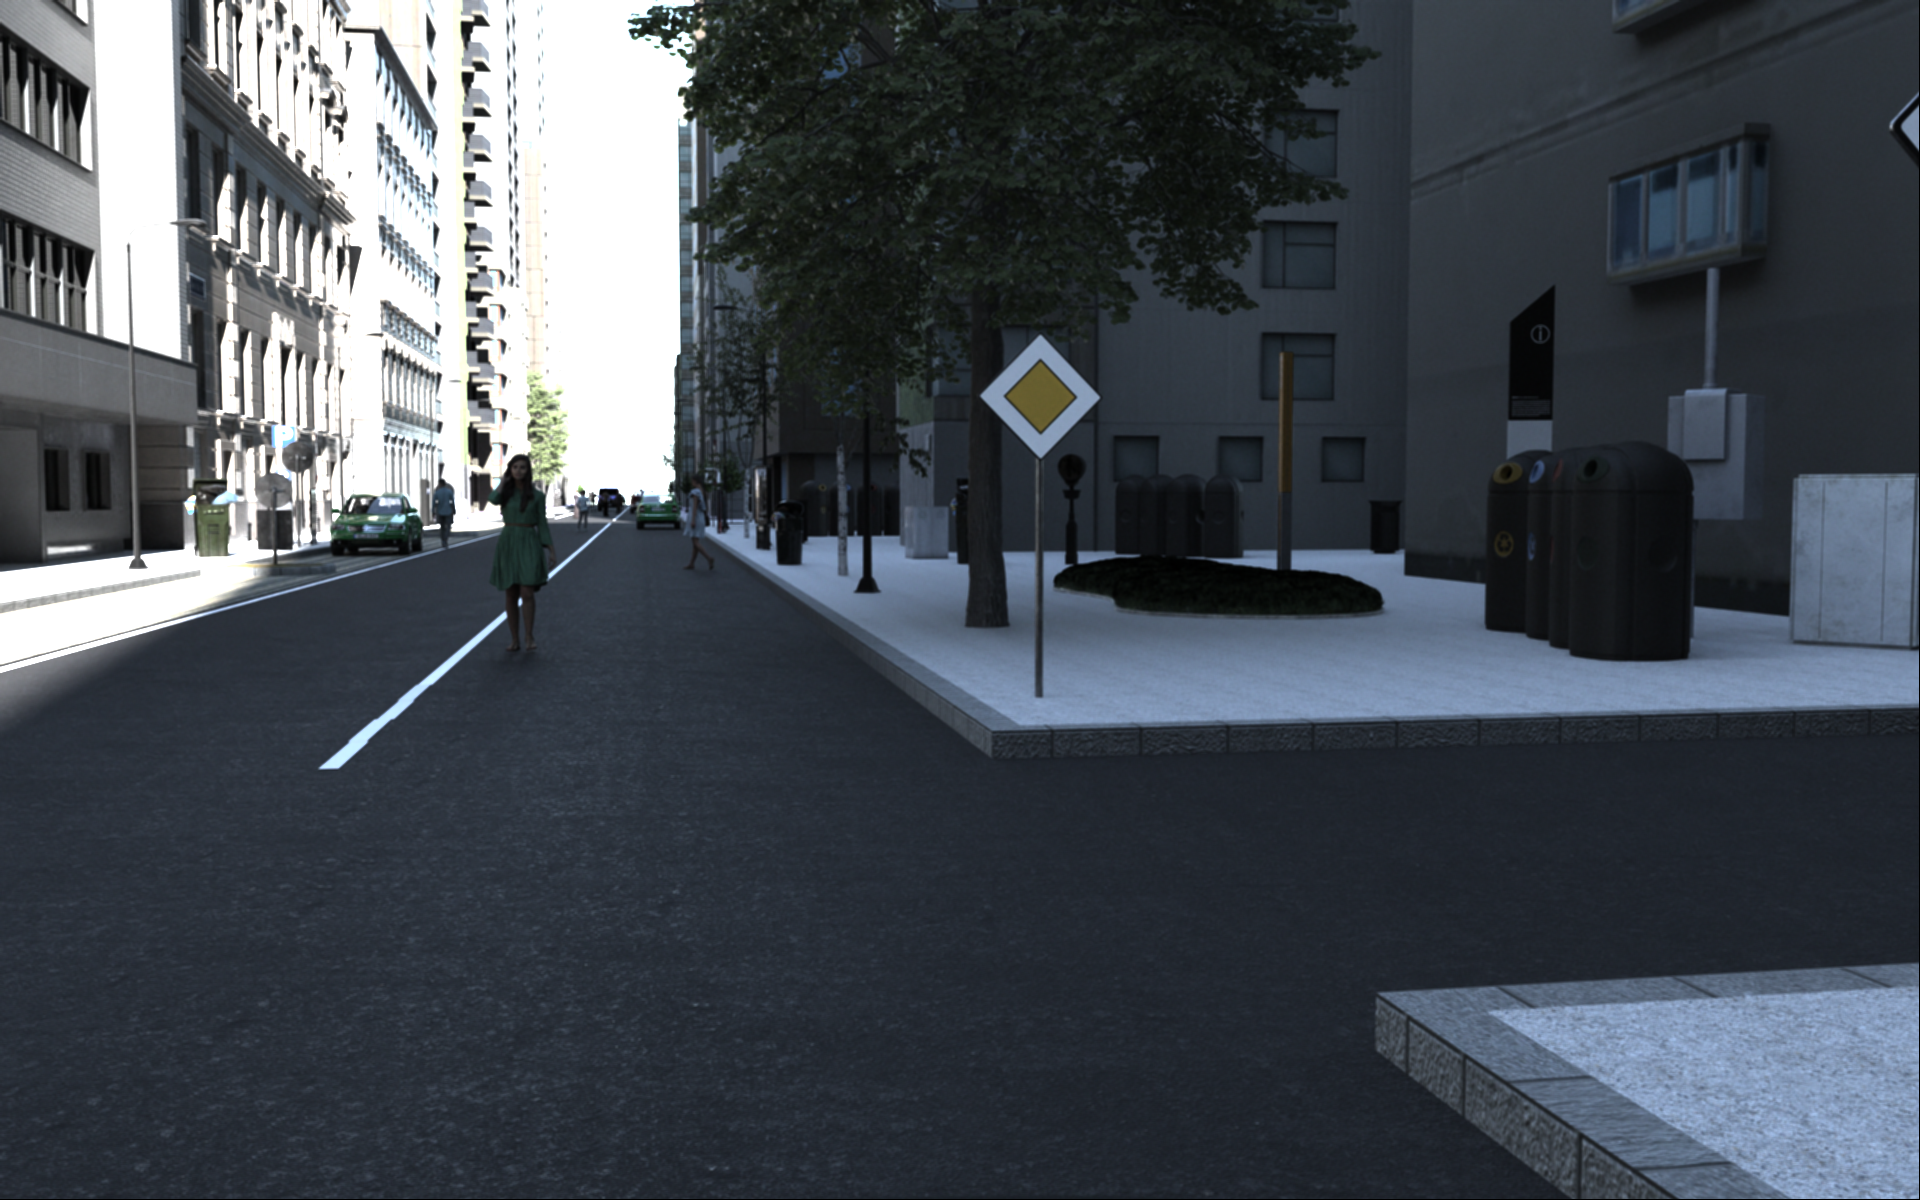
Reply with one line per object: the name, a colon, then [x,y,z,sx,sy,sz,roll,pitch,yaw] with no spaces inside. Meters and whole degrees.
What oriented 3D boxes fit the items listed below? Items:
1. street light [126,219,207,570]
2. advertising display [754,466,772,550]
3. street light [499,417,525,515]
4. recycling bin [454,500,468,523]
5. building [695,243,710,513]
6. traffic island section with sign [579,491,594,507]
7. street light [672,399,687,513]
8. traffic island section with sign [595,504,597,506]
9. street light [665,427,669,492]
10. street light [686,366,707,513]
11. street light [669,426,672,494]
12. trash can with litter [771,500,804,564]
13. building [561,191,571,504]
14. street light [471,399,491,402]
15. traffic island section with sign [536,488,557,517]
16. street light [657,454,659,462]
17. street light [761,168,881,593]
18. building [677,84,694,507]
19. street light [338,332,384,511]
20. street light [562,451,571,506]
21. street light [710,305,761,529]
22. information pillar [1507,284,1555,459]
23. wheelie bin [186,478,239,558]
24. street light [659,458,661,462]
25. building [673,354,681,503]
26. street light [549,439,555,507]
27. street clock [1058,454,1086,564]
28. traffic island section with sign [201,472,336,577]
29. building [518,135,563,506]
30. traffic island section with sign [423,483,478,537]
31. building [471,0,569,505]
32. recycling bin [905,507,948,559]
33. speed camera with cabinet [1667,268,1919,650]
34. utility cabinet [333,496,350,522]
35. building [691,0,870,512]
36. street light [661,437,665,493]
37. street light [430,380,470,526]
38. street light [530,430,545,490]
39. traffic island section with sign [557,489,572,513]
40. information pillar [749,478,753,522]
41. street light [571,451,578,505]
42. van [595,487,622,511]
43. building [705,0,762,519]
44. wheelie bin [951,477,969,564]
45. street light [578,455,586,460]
street light: [-13.423,-3.472,29.312,1.470,5.913,1.316,-1,4,-10]
advertising display: [-4.558,-2.131,40.057,0.123,1.923,0.974,-2,4,-24]
street light: [-27.302,-8.104,105.040,1.470,5.913,1.316,-1,4,-10]
recycling bin: [-22.437,-3.968,77.437,0.722,1.027,0.722,-1,4,-9]
building: [-5.940,-17.646,133.555,27.650,21.520,28.899,-1,4,-10]
traffic island section with sign: [-40.946,-10.978,188.116,1.989,1.847,2.006,-1,4,-10]
street light: [-13.164,-6.862,84.736,1.470,5.913,1.316,-1,4,-10]
traffic island section with sign: [-45.823,-12.617,214.908,1.989,1.847,2.006,-1,4,-10]
street light: [-19.328,-8.964,119.105,1.470,5.913,1.316,-1,4,-10]
street light: [-9.125,-5.541,63.131,1.470,5.913,1.316,-1,4,-10]
street light: [-15.685,-7.716,98.703,1.470,5.913,1.316,-1,4,-10]
trash can with litter: [-3.199,-1.242,31.687,0.624,1.170,1.055,-1,4,-12]
building: [-58.465,-33.161,225.777,14.154,41.232,14.086,-1,4,-10]
street light: [-23.610,-6.857,84.646,1.470,5.913,1.316,-1,4,-10]
traffic island section with sign: [-26.297,-6.065,107.792,1.989,1.847,2.006,-1,4,-10]
street light: [-30.586,-12.713,180.397,1.470,5.913,1.316,-1,4,-10]
street light: [-1.742,-3.046,22.344,1.470,5.913,1.316,-1,4,-10]
building: [-21.766,-30.216,177.632,14.154,41.232,14.086,-1,4,-10]
street light: [-17.215,-4.722,49.742,1.470,5.913,1.316,-1,4,-10]
street light: [-38.356,-11.831,165.976,1.470,5.913,1.316,-1,4,-10]
street light: [-5.365,-4.294,42.750,1.470,5.913,1.316,-1,4,-10]
information pillar: [6.416,-1.719,19.468,0.504,3.616,0.183,1,4,9]
wheelie bin: [-15.130,-1.663,35.095,0.980,1.594,0.693,-2,4,-30]
street light: [-26.765,-11.458,159.883,1.470,5.913,1.316,-1,4,-10]
building: [-23.792,-23.528,229.727,27.650,21.520,28.899,-1,4,-10]
street light: [-34.757,-10.598,145.814,1.470,5.913,1.316,-1,4,-10]
street clock: [2.036,-1.652,31.575,0.471,2.002,0.358,1,4,20]
traffic island section with sign: [-12.284,-1.364,30.924,1.989,1.847,2.006,-1,4,-10]
building: [-51.975,-31.056,191.367,14.154,41.232,14.086,-1,4,-10]
traffic island section with sign: [-17.170,-3.008,57.803,1.989,1.847,2.006,-1,4,-10]
building: [-57.844,-47.017,206.986,20.563,71.187,20.611,-1,4,-10]
recycling bin: [-0.666,-1.348,34.597,0.722,1.027,0.722,-1,4,-17]
speed camera with cabinet: [7.241,-1.261,14.958,2.038,3.252,0.660,3,5,41]
utility cabinet: [-18.696,-2.569,53.172,1.020,1.237,0.306,0,4,1]
building: [-16.396,-30.745,152.791,14.600,45.320,14.200,-1,4,-10]
street light: [-23.108,-10.211,139.483,1.470,5.913,1.316,-1,4,-10]
street light: [-20.873,-5.978,70.277,1.470,5.913,1.316,-1,4,-10]
street light: [-30.975,-9.351,125.437,1.470,5.913,1.316,-1,4,-10]
traffic island section with sign: [-31.128,-7.687,134.312,1.989,1.847,2.006,-1,4,-10]
information pillar: [-9.655,-4.569,79.194,0.304,2.012,0.304,-1,4,-14]
street light: [-42.165,-13.084,186.457,1.470,5.913,1.316,-1,4,-10]
van: [-30.133,-8.836,148.847,2.240,2.365,5.245,-1,4,-9]
building: [-4.402,-34.251,102.007,21.231,58.520,28.212,-1,4,-10]
wheelie bin: [0.286,-1.468,31.902,0.980,1.594,0.693,1,4,10]
street light: [-45.854,-14.337,206.952,1.470,5.913,1.316,-1,4,-10]
